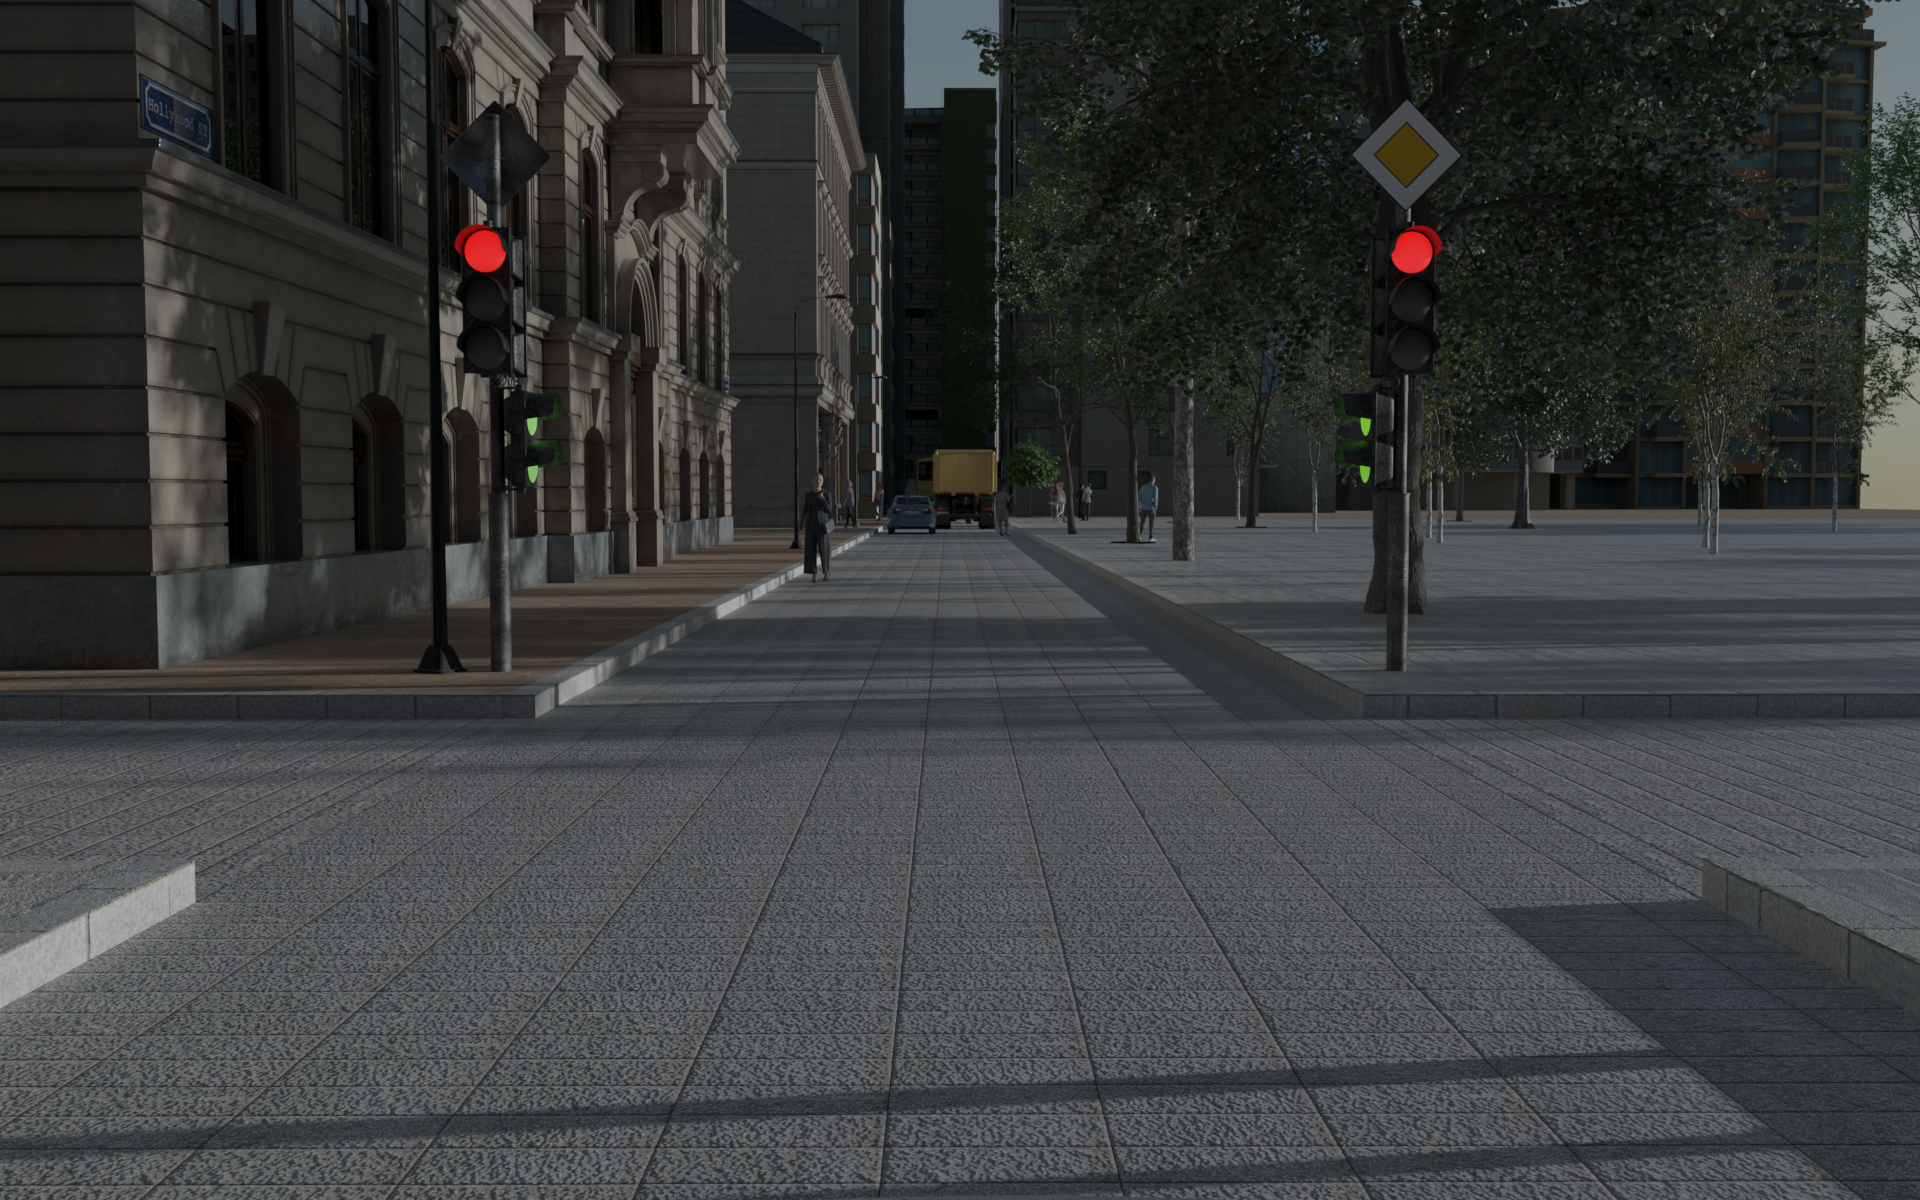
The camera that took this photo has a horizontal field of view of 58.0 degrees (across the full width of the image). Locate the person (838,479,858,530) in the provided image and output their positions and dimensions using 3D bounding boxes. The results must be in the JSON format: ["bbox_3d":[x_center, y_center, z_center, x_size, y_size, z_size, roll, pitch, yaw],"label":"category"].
[{"bbox_3d":[-3.941,-3.354,61.067,0.728,1.800,0.709,1,4,22],"label":"person"}]

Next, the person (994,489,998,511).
[{"bbox_3d":[2.854,-7.636,131.624,0.721,1.736,1.217,2,4,26],"label":"person"}]

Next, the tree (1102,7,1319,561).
[{"bbox_3d":[5.687,-10.790,32.309,12.611,20.169,13.585,0,3,0],"label":"tree"}]

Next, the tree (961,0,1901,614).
[{"bbox_3d":[4.847,-6.833,18.380,9.857,13.997,8.962,0,3,0],"label":"tree"}]

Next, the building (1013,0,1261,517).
[{"bbox_3d":[10.135,-20.346,104.352,14.160,30.474,14.107,0,4,0],"label":"building"}]

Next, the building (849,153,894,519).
[{"bbox_3d":[-18.192,-15.744,102.454,27.650,21.520,28.899,0,4,0],"label":"building"}]

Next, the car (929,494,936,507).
[{"bbox_3d":[-1.012,-5.297,95.409,1.959,1.807,4.718,0,4,1],"label":"car"}]

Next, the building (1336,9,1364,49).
[{"bbox_3d":[35.499,-45.374,180.123,20.611,71.187,20.563,0,4,0],"label":"building"}]

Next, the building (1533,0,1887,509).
[{"bbox_3d":[64.563,-30.470,152.812,28.867,44.769,22.147,0,4,0],"label":"building"}]

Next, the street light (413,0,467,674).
[{"bbox_3d":[-3.210,-2.433,12.318,1.470,5.913,1.316,0,4,0],"label":"street light"}]

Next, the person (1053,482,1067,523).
[{"bbox_3d":[4.485,-4.393,77.752,0.818,1.842,0.514,-2,4,-24],"label":"person"}]

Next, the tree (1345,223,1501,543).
[{"bbox_3d":[12.452,-5.817,45.476,4.737,8.622,4.395,0,3,0],"label":"tree"}]

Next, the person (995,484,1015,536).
[{"bbox_3d":[1.567,-3.075,59.135,0.716,1.782,0.532,2,4,27],"label":"person"}]

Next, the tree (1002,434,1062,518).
[{"bbox_3d":[3.743,-6.804,94.961,4.285,4.588,4.351,0,3,0],"label":"tree"}]

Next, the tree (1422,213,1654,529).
[{"bbox_3d":[20.860,-8.989,63.986,9.611,12.733,9.660,0,3,0],"label":"tree"}]

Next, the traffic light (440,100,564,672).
[{"bbox_3d":[-3.305,-1.438,12.427,0.839,4.253,0.868,0,4,0],"label":"traffic light"}]

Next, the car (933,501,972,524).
[{"bbox_3d":[-0.341,-4.683,85.363,1.959,1.807,4.718,0,4,-1],"label":"car"}]

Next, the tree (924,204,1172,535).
[{"bbox_3d":[3.341,-7.375,55.002,7.601,10.594,8.767,3,5,45],"label":"tree"}]

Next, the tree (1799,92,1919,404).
[{"bbox_3d":[25.749,-7.278,44.746,9.928,11.665,9.643,0,3,0],"label":"tree"}]

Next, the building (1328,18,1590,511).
[{"bbox_3d":[38.170,-27.852,147.265,23.993,40.220,32.217,0,4,0],"label":"building"}]

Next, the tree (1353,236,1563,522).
[{"bbox_3d":[23.512,-10.413,80.618,12.009,13.543,11.850,0,3,0],"label":"tree"}]

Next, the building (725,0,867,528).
[{"bbox_3d":[-9.781,-13.184,66.475,10.553,20.767,40.483,0,4,0],"label":"building"}]

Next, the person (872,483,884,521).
[{"bbox_3d":[-3.886,-4.636,81.845,0.555,1.821,0.388,1,4,20],"label":"person"}]

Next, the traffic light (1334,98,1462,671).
[{"bbox_3d":[3.156,-1.441,12.485,0.839,4.253,0.868,0,4,0],"label":"traffic light"}]

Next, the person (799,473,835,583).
[{"bbox_3d":[-2.330,-1.177,28.171,0.576,1.772,0.534,0,4,-4],"label":"person"}]

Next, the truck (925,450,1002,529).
[{"bbox_3d":[0.180,-4.793,74.285,3.469,3.379,9.791,0,4,0],"label":"truck"}]

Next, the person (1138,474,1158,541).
[{"bbox_3d":[5.088,-2.516,47.197,0.660,1.820,0.620,2,4,33],"label":"person"}]

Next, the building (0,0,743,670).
[{"bbox_3d":[-11.125,-12.825,28.780,14.460,24.649,34.723,0,4,0],"label":"building"}]

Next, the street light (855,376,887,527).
[{"bbox_3d":[-3.566,-5.847,68.138,1.470,5.913,1.316,0,4,0],"label":"street light"}]

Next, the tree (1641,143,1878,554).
[{"bbox_3d":[16.057,-5.260,36.367,4.360,8.622,3.978,0,3,0],"label":"tree"}]

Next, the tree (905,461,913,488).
[{"bbox_3d":[-5.399,-9.589,140.493,4.285,4.588,4.351,0,3,0],"label":"tree"}]

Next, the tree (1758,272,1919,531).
[{"bbox_3d":[30.498,-6.684,59.644,4.360,8.622,3.978,0,3,0],"label":"tree"}]

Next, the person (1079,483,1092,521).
[{"bbox_3d":[6.029,-4.696,83.000,0.592,1.802,0.473,-1,4,-19],"label":"person"}]

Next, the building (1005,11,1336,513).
[{"bbox_3d":[14.967,-49.703,125.316,22.319,86.520,31.000,0,4,0],"label":"building"}]

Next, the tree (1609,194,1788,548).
[{"bbox_3d":[17.676,-5.561,41.284,4.737,8.622,4.395,0,3,0],"label":"tree"}]

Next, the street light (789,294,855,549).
[{"bbox_3d":[-3.276,-4.145,40.310,1.470,5.913,1.316,0,4,0],"label":"street light"}]

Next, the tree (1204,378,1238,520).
[{"bbox_3d":[13.926,-8.235,85.003,4.360,8.622,3.978,0,3,0],"label":"tree"}]

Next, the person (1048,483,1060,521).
[{"bbox_3d":[4.508,-4.714,83.084,0.580,1.828,0.573,-2,4,-33],"label":"person"}]

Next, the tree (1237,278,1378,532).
[{"bbox_3d":[12.022,-6.582,57.974,4.360,8.622,3.978,0,3,0],"label":"tree"}]

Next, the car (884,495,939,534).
[{"bbox_3d":[-1.757,-3.129,63.164,2.014,1.417,4.499,0,4,-2],"label":"car"}]

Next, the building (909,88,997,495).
[{"bbox_3d":[-3.329,-30.240,178.015,14.086,41.232,14.154,0,4,0],"label":"building"}]

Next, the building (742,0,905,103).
[{"bbox_3d":[-11.108,-26.896,123.351,14.154,41.232,14.086,0,4,0],"label":"building"}]

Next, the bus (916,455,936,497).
[{"bbox_3d":[-1.206,-7.110,107.798,2.896,3.916,12.252,0,4,1],"label":"bus"}]

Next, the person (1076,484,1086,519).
[{"bbox_3d":[6.373,-5.169,90.586,0.705,1.821,1.348,-2,4,-26],"label":"person"}]

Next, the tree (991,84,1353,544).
[{"bbox_3d":[4.367,-7.281,44.795,9.928,11.665,9.643,0,3,0],"label":"tree"}]
